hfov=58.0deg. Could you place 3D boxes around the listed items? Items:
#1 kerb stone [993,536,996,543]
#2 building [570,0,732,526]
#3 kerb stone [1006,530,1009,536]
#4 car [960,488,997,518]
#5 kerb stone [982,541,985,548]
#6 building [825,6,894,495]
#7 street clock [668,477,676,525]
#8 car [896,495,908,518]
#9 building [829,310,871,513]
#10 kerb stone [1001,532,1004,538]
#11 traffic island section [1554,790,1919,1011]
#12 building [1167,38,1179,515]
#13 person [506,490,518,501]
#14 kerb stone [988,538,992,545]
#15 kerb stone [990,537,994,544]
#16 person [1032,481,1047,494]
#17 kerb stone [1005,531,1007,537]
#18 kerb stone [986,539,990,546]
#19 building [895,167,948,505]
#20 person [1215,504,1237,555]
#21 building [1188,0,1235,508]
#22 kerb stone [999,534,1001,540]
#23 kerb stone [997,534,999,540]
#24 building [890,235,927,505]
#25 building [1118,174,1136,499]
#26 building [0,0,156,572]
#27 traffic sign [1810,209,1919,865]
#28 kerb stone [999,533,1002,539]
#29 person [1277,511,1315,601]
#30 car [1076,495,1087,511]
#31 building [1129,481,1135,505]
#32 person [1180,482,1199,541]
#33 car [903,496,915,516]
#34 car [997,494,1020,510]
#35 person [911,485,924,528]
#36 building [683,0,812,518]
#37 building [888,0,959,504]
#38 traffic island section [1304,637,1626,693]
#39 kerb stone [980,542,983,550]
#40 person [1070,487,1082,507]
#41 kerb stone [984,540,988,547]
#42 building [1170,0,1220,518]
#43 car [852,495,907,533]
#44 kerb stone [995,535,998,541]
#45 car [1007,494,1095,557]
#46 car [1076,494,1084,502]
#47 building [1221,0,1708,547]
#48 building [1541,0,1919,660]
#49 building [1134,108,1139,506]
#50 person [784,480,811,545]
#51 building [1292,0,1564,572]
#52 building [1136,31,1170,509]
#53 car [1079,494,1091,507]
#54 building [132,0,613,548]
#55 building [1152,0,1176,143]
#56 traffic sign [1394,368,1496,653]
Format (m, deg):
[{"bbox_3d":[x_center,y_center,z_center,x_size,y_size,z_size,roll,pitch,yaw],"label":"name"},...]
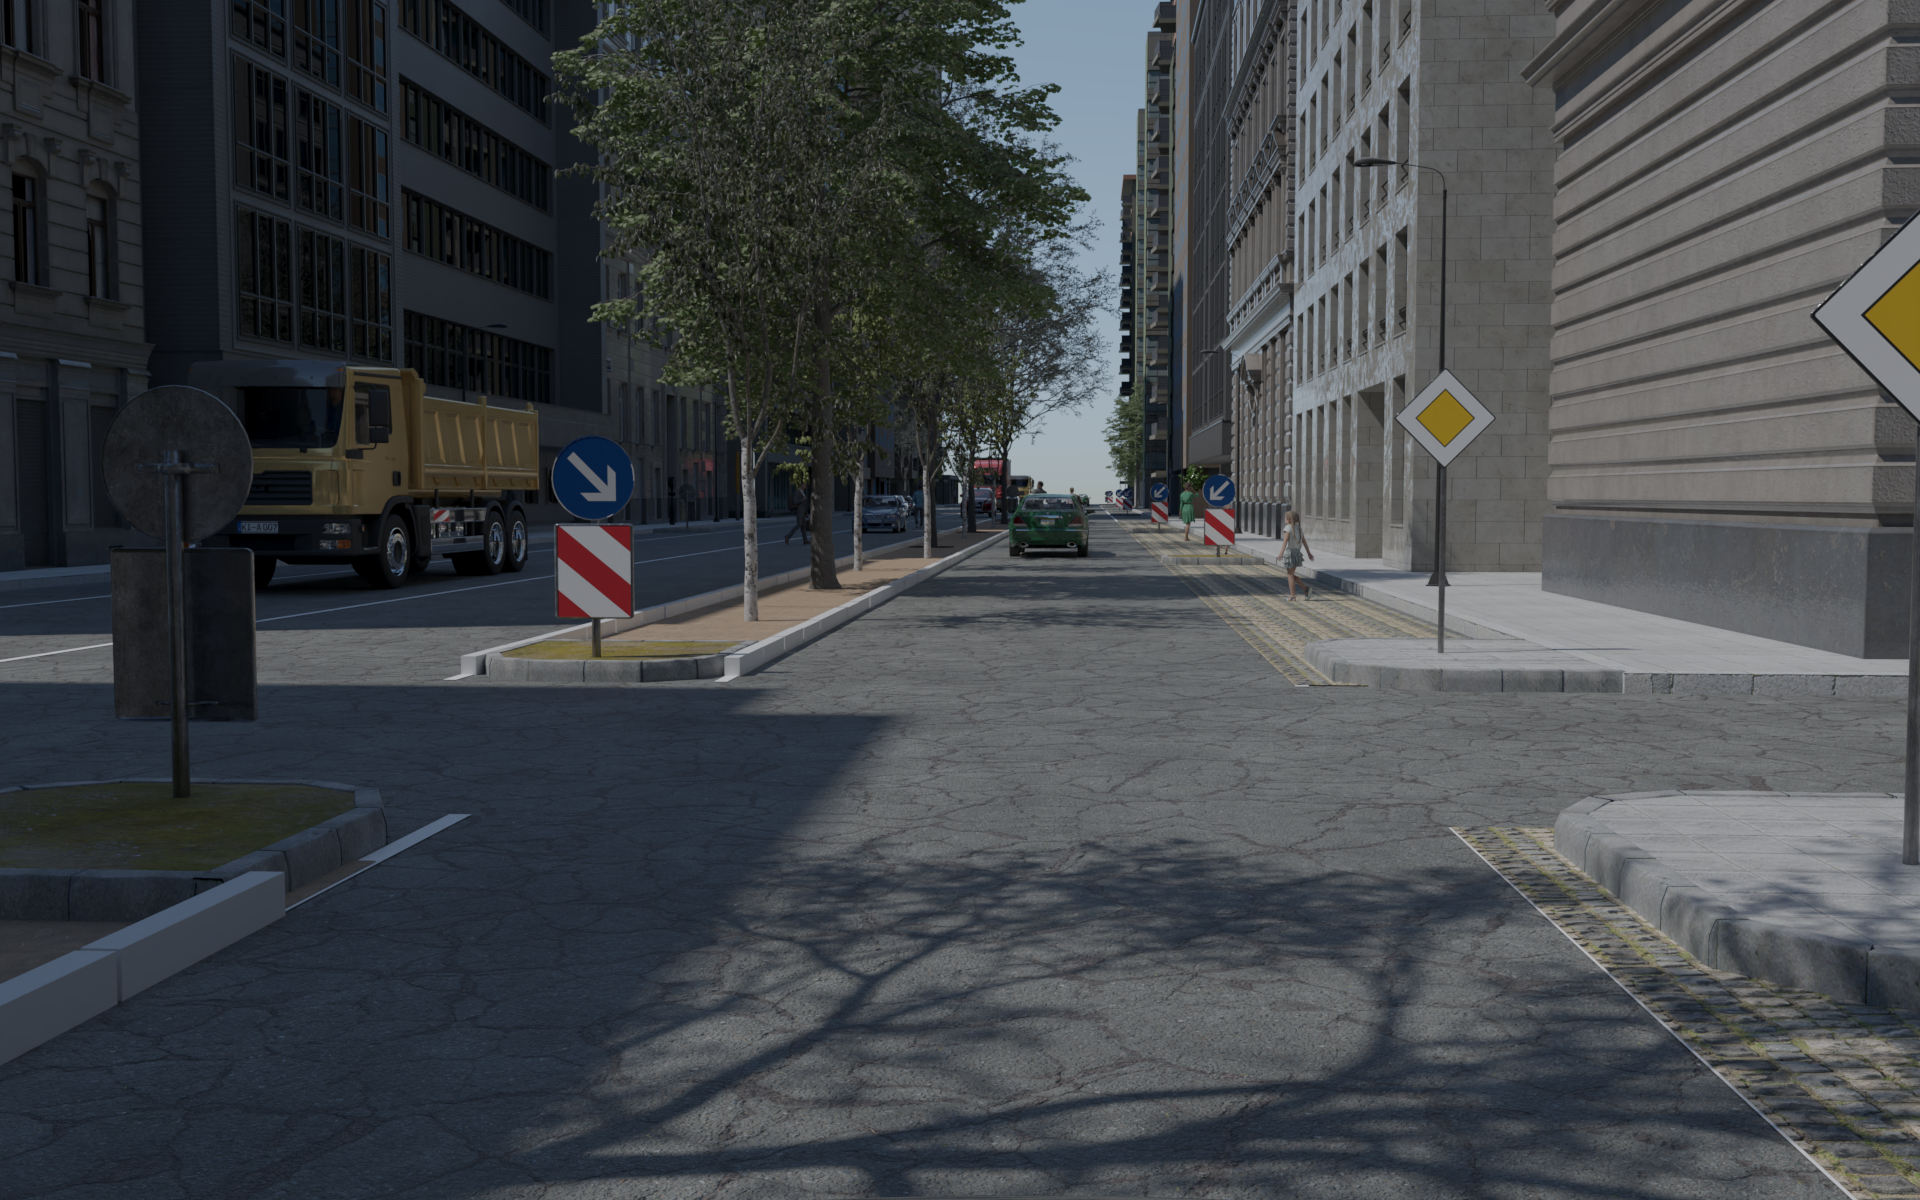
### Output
[{"bbox_3d":[0.867,-1.695,49.910,0.120,0.150,1.000,0,4,4],"label":"kerb stone"},{"bbox_3d":[-18.335,-17.054,76.099,12.463,27.353,25.104,0,4,4],"label":"building"},{"bbox_3d":[1.463,-2.195,58.089,0.120,0.150,1.000,0,4,4],"label":"kerb stone"},{"bbox_3d":[1.169,-6.041,107.439,2.281,1.827,5.304,0,4,4],"label":"car"},{"bbox_3d":[0.499,-1.382,44.791,0.120,0.150,1.000,0,4,4],"label":"kerb stone"},{"bbox_3d":[-13.279,-30.424,147.550,14.600,45.320,14.200,0,4,4],"label":"building"},{"bbox_3d":[-11.961,-4.121,71.941,0.358,2.002,0.471,0,4,4],"label":"street clock"},{"bbox_3d":[-4.123,-5.602,103.960,2.083,1.381,4.827,0,4,2],"label":"car"},{"bbox_3d":[-22.137,-17.267,127.355,27.650,21.520,28.899,0,4,4],"label":"building"},{"bbox_3d":[1.236,-2.008,55.023,0.120,0.150,1.000,0,4,4],"label":"kerb stone"},{"bbox_3d":[3.316,0.995,6.016,2.009,0.180,2.903,0,4,4],"label":"traffic island section"},{"bbox_3d":[20.592,-20.892,113.280,14.160,30.474,14.107,0,4,4],"label":"building"},{"bbox_3d":[-11.615,-2.208,44.813,0.699,1.804,1.509,-1,4,-8],"label":"person"},{"bbox_3d":[0.719,-1.564,47.856,0.120,0.150,1.000,0,4,4],"label":"kerb stone"},{"bbox_3d":[0.795,-1.628,48.888,0.120,0.150,1.000,0,4,4],"label":"kerb stone"},{"bbox_3d":[2.433,-2.861,55.080,0.655,1.846,0.447,-2,4,-32],"label":"person"},{"bbox_3d":[1.393,-2.128,57.063,0.120,0.150,1.000,0,4,4],"label":"kerb stone"},{"bbox_3d":[0.645,-1.507,46.833,0.120,0.150,1.000,0,4,4],"label":"kerb stone"},{"bbox_3d":[-13.000,-33.541,203.018,22.147,44.769,28.867,0,4,4],"label":"building"},{"bbox_3d":[6.176,-1.630,40.172,0.505,1.210,0.382,-2,4,-35],"label":"person"},{"bbox_3d":[17.955,-17.287,76.149,14.314,27.812,24.014,0,4,4],"label":"building"},{"bbox_3d":[1.089,-1.883,52.974,0.120,0.150,1.000,0,4,4],"label":"kerb stone"},{"bbox_3d":[1.014,-1.820,51.950,0.120,0.150,1.000,0,4,4],"label":"kerb stone"},{"bbox_3d":[-10.821,-25.034,181.005,14.160,30.474,14.107,0,4,4],"label":"building"},{"bbox_3d":[32.497,-35.328,232.229,22.147,44.769,28.867,0,4,4],"label":"building"},{"bbox_3d":[-20.700,-10.692,23.969,9.793,20.994,18.267,0,4,4],"label":"building"},{"bbox_3d":[3.292,-0.141,5.941,0.795,2.450,0.064,0,4,4],"label":"traffic sign"},{"bbox_3d":[1.162,-1.942,54.004,0.120,0.150,1.000,0,4,4],"label":"kerb stone"},{"bbox_3d":[4.430,-0.577,22.950,0.505,1.210,0.382,-3,5,-44],"label":"person"},{"bbox_3d":[5.332,-4.706,86.735,2.009,1.686,4.222,0,4,6],"label":"car"},{"bbox_3d":[36.433,-31.384,205.013,32.217,40.220,23.993,0,4,4],"label":"building"},{"bbox_3d":[6.906,-2.681,52.588,0.600,1.795,0.529,2,4,32],"label":"person"},{"bbox_3d":[-3.955,-6.144,113.033,1.945,1.354,3.894,0,4,6],"label":"car"},{"bbox_3d":[4.220,-8.912,154.387,2.281,1.827,5.304,0,4,4],"label":"car"},{"bbox_3d":[-1.734,-3.959,73.254,0.660,1.820,0.620,-1,4,-12],"label":"person"},{"bbox_3d":[-20.119,-29.200,101.114,21.300,48.544,21.600,0,4,4],"label":"building"},{"bbox_3d":[-10.694,-48.258,227.271,20.563,71.187,20.611,0,4,4],"label":"building"},{"bbox_3d":[3.898,0.508,13.980,2.009,0.180,2.903,0,4,4],"label":"traffic island section"},{"bbox_3d":[0.417,-1.316,43.773,0.120,0.150,1.000,0,4,4],"label":"kerb stone"},{"bbox_3d":[5.140,-4.218,78.139,0.731,1.740,0.598,1,4,10],"label":"person"},{"bbox_3d":[0.573,-1.444,45.811,0.120,0.150,1.000,0,4,4],"label":"kerb stone"},{"bbox_3d":[19.582,-27.439,98.735,14.600,45.320,14.200,0,4,4],"label":"building"},{"bbox_3d":[-2.998,-3.241,64.989,2.014,1.417,4.499,0,4,3],"label":"car"},{"bbox_3d":[0.944,-1.757,50.929,0.120,0.150,1.000,0,4,4],"label":"kerb stone"},{"bbox_3d":[2.139,-1.788,41.028,2.131,1.459,4.920,0,4,4],"label":"car"},{"bbox_3d":[11.516,-10.098,175.318,2.015,1.641,3.980,0,4,3],"label":"car"},{"bbox_3d":[14.179,-13.802,54.537,11.050,23.489,19.941,0,4,4],"label":"building"},{"bbox_3d":[16.576,-11.495,16.822,19.941,23.489,11.050,0,4,4],"label":"building"},{"bbox_3d":[25.903,-30.757,186.476,14.154,41.232,14.086,0,4,4],"label":"building"},{"bbox_3d":[-4.564,-2.494,49.249,0.822,1.834,0.622,0,4,5],"label":"person"},{"bbox_3d":[13.212,-11.077,35.855,10.420,20.320,16.860,0,4,4],"label":"building"},{"bbox_3d":[23.643,-28.933,156.654,14.154,41.232,14.086,0,4,4],"label":"building"},{"bbox_3d":[13.959,-11.443,198.883,2.131,1.459,4.920,0,4,5],"label":"car"},{"bbox_3d":[-20.630,-14.004,48.033,14.314,24.678,30.058,0,4,4],"label":"building"},{"bbox_3d":[26.116,-29.316,133.946,22.147,44.769,28.867,0,4,4],"label":"building"},{"bbox_3d":[3.874,-0.628,13.904,0.795,2.450,0.064,0,4,4],"label":"traffic sign"}]
